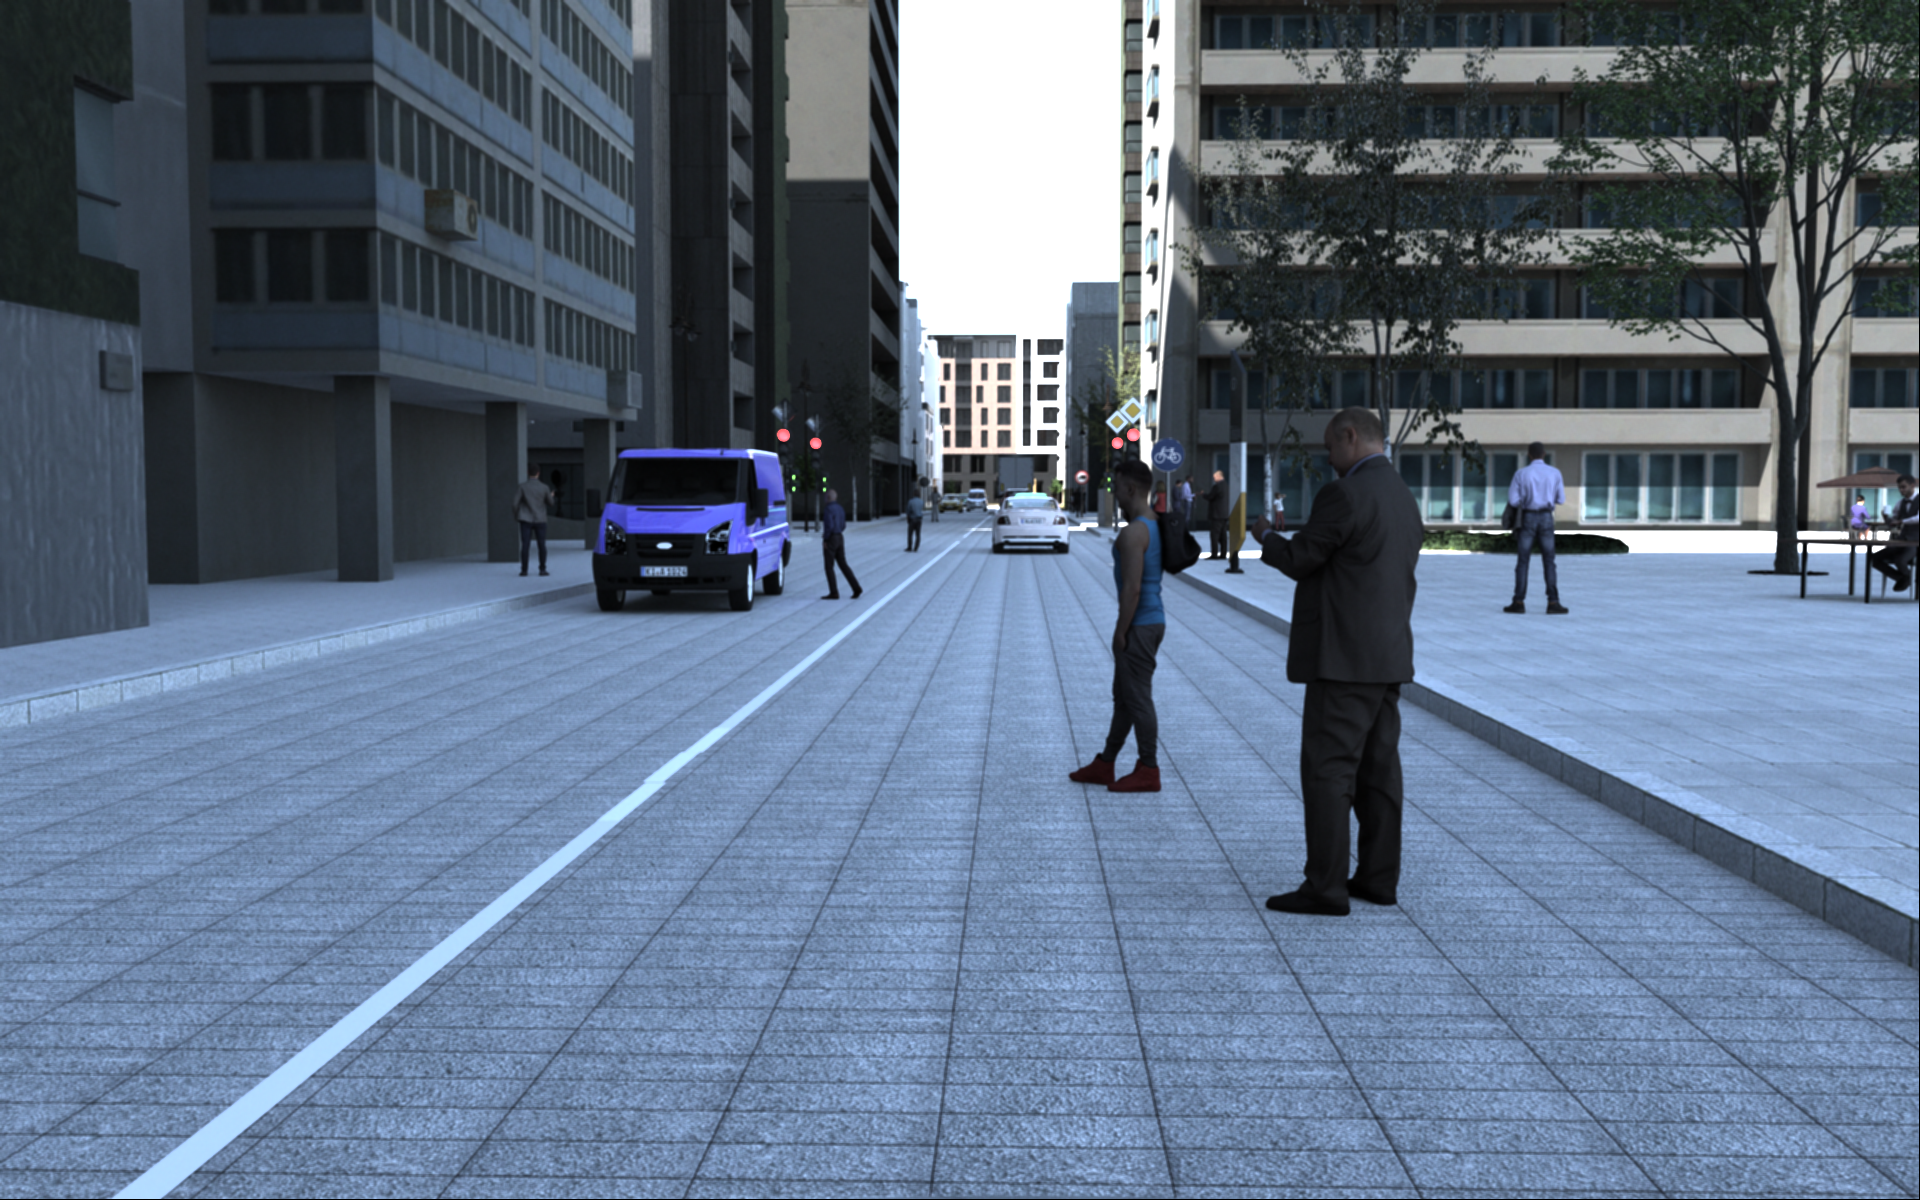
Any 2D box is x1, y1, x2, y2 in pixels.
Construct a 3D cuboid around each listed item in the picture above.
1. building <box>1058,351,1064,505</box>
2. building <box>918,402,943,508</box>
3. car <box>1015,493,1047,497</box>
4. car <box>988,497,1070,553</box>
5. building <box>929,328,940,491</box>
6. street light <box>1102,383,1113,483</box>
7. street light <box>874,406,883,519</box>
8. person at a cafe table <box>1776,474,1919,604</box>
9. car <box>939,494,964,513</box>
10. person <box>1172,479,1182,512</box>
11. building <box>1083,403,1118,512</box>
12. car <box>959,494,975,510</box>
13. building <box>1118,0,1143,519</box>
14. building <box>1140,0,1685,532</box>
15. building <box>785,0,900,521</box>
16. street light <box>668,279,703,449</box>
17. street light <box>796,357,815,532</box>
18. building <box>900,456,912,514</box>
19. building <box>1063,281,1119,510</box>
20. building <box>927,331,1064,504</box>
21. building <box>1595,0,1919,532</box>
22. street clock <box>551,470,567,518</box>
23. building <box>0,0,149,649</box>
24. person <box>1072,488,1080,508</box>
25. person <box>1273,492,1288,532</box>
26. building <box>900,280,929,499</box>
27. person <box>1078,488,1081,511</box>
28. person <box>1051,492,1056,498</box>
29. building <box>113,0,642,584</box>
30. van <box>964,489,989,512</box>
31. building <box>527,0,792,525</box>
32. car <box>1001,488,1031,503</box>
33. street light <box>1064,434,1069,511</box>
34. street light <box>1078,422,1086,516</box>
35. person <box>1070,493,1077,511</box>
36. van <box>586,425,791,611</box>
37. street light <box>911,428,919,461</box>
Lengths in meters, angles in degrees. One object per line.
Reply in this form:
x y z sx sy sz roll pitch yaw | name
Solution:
19.493 -21.127 201.843 16.016 20.091 11.380 0 4 2 | building
-7.107 -14.092 172.555 9.099 9.664 28.070 0 4 2 | building
2.886 -3.743 70.001 1.959 1.807 4.718 0 4 3 | car
1.731 -1.888 43.239 2.083 1.381 4.827 0 4 1 | car
-10.215 -20.556 192.503 16.016 20.091 11.380 0 4 2 | building
6.147 -6.075 72.121 0.468 5.910 1.993 0 4 2 | street light
-4.242 -7.108 89.006 0.468 5.910 1.993 0 4 2 | street light
11.162 -0.760 20.946 1.622 1.524 1.698 -1 4 -15 | person at a cafe table
-0.665 -7.459 132.177 2.015 1.641 3.980 0 4 3 | car
7.304 -3.114 57.408 0.568 1.767 0.683 1 4 11 | person
20.096 -49.099 115.433 22.319 86.520 31.000 0 4 2 | building
0.426 -9.176 158.821 1.959 1.807 4.718 0 4 3 | car
15.584 -19.744 94.516 14.160 30.474 14.107 0 4 2 | building
18.036 -27.164 67.841 21.600 48.544 21.300 0 4 2 | building
-14.519 -28.574 90.892 21.300 48.544 21.600 0 4 2 | building
-5.898 -3.952 37.407 0.468 5.910 1.993 0 4 2 | street light
-5.218 -5.253 58.677 0.468 5.910 1.993 0 4 2 | street light
-13.648 -41.651 119.239 20.563 71.187 20.611 0 4 2 | building
17.914 -17.480 152.262 16.747 18.905 31.486 0 4 2 | building
5.427 -23.695 231.381 32.646 21.610 27.936 0 4 2 | building
39.713 -27.113 67.006 21.600 48.544 21.300 0 4 2 | building
-11.882 -2.862 51.363 0.471 2.002 0.358 3 4 38 | street clock
-15.114 -14.530 9.269 14.160 30.474 14.107 0 4 2 | building
8.683 -7.543 130.053 0.600 1.739 0.565 2 4 31 | person
10.808 -2.963 58.404 0.435 1.345 0.340 -3 5 -42 | person
-11.277 -18.060 151.701 16.016 20.091 11.380 0 4 2 | building
8.967 -7.661 131.747 0.683 1.767 0.568 1 4 23 | person
10.090 -11.130 188.046 0.705 1.821 1.348 1 4 20 | person
-19.360 -20.905 33.679 23.993 40.220 32.217 0 4 2 | building
1.385 -8.267 142.173 2.013 2.044 4.112 0 4 2 | van
-14.362 -17.977 65.618 14.160 30.474 14.107 0 4 2 | building
3.778 -6.303 111.725 2.281 1.827 5.304 0 4 4 | car
8.144 -9.785 132.777 0.468 5.910 1.993 0 4 2 | street light
7.212 -7.930 102.447 0.468 5.910 1.993 0 4 2 | street light
8.707 -7.538 133.191 0.435 1.345 0.340 -3 4 -37 | person
-3.473 -1.137 22.982 2.240 2.365 5.245 0 4 0 | van
-3.153 -9.039 120.573 0.468 5.910 1.993 0 4 2 | street light
